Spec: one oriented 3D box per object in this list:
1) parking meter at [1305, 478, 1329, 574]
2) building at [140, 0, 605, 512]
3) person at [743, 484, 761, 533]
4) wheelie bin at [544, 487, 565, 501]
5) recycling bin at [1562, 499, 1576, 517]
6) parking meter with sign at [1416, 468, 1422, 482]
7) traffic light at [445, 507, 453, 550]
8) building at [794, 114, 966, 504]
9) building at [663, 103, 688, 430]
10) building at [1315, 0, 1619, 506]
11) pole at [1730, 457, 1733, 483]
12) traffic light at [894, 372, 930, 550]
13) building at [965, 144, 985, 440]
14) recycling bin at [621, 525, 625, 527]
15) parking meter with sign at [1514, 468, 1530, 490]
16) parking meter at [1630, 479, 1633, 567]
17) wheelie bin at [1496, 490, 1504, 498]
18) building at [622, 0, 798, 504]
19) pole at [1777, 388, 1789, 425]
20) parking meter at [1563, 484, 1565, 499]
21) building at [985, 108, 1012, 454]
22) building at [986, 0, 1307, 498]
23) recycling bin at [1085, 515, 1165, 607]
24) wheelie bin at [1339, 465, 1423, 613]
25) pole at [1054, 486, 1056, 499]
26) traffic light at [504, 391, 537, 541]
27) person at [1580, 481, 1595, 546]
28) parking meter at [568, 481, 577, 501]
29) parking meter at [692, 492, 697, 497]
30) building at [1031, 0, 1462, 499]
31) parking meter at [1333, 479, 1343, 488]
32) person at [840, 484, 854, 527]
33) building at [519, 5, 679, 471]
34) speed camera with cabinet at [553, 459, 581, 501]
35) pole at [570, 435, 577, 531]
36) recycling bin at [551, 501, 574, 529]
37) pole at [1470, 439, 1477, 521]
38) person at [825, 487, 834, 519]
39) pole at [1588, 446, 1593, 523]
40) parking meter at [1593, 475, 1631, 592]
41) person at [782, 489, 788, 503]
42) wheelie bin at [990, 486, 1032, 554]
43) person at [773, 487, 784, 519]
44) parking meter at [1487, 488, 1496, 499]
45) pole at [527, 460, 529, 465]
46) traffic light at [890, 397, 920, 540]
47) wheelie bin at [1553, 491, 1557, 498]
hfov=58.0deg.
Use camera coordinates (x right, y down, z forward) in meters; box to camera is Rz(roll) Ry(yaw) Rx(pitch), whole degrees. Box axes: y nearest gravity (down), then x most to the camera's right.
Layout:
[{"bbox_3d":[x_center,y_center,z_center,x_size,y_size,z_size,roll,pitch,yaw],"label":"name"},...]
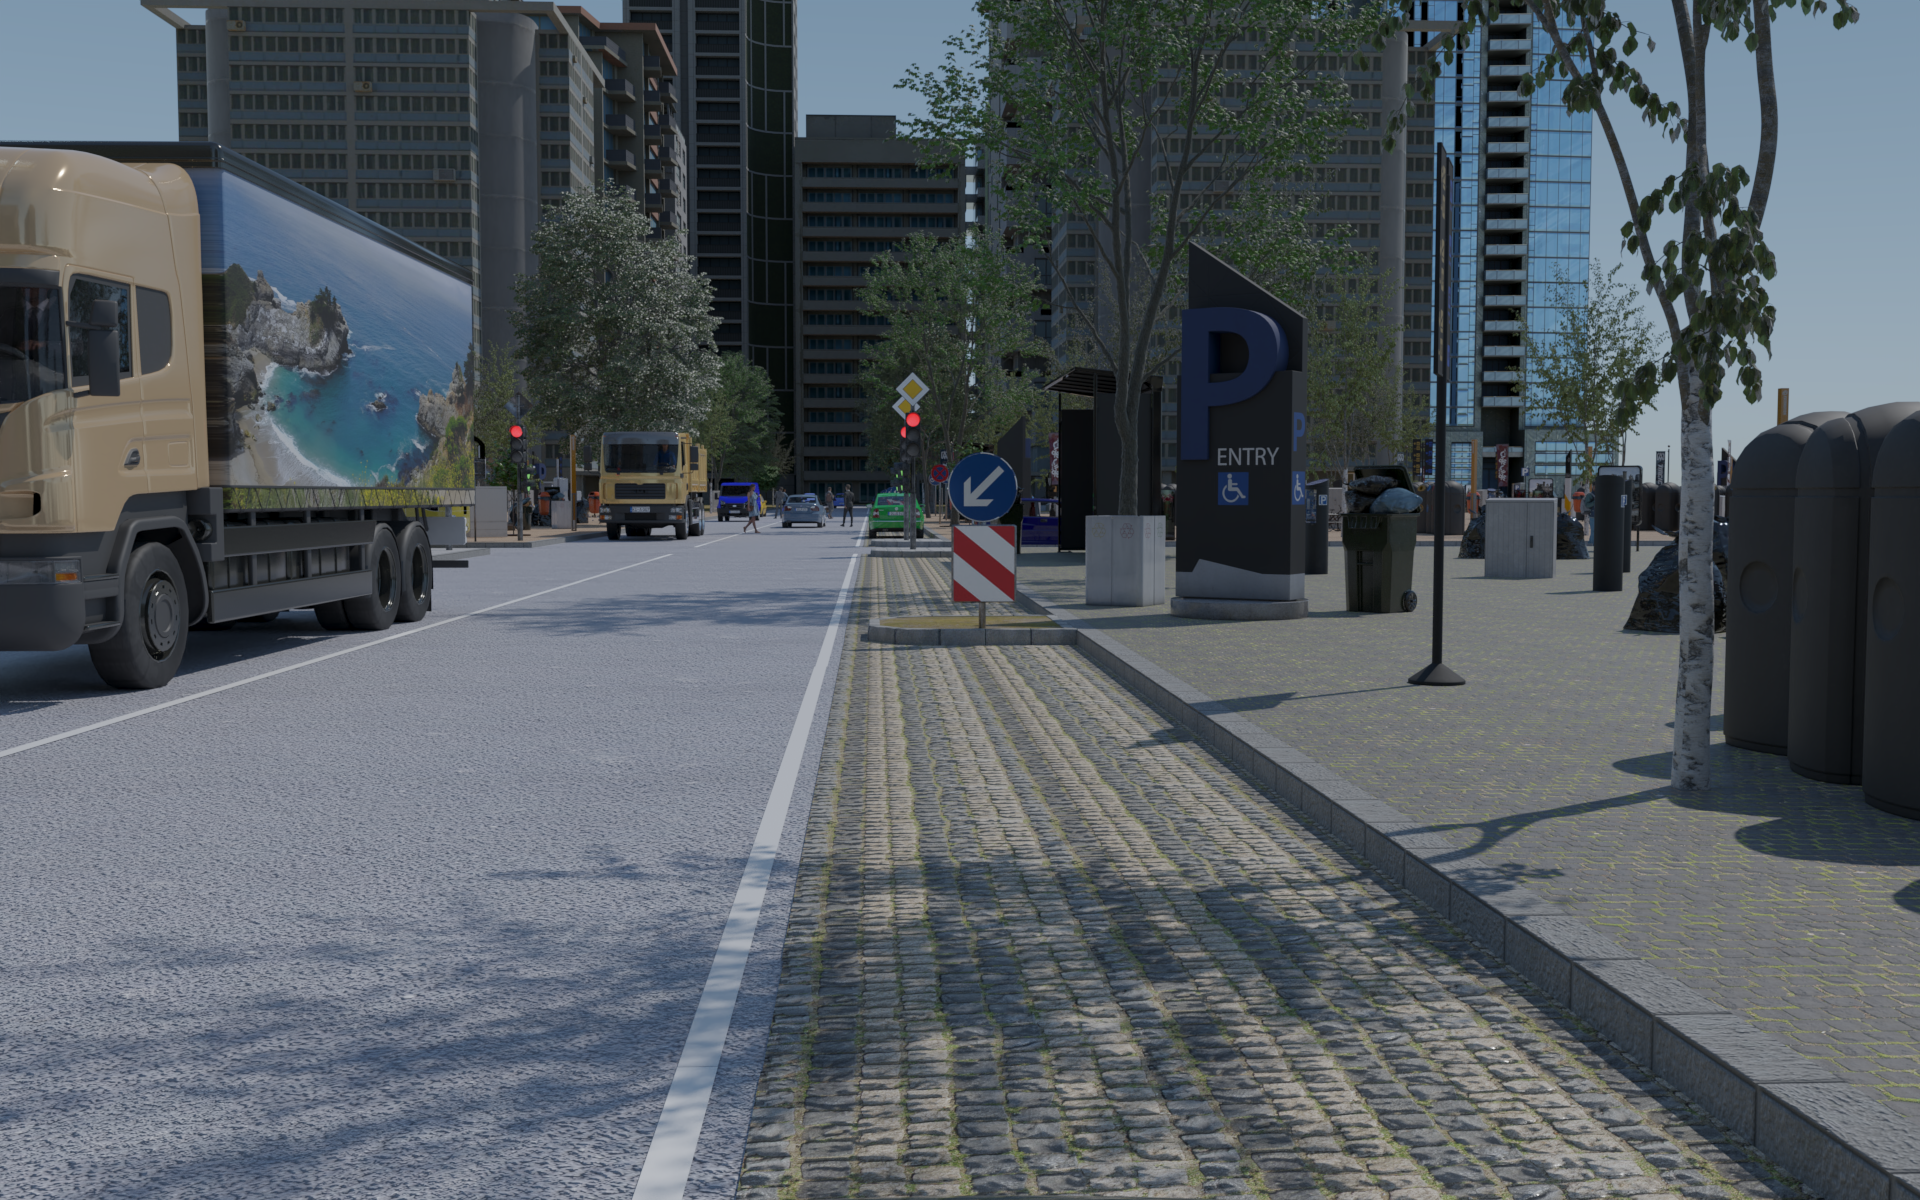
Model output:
[{"bbox_3d":[5.717,-1.183,27.758,0.372,1.533,0.369,0,3,0],"label":"parking meter"},{"bbox_3d":[-41.294,-26.969,132.816,32.217,40.220,23.993,0,4,-3],"label":"building"},{"bbox_3d":[-7.622,-3.340,63.205,0.778,1.811,0.616,2,4,27],"label":"person"},{"bbox_3d":[-17.020,-3.946,72.419,0.980,1.594,0.693,0,4,-7],"label":"wheelie bin"},{"bbox_3d":[32.143,-4.822,91.391,0.722,1.027,0.722,3,5,44],"label":"recycling bin"},{"bbox_3d":[29.776,-7.229,114.463,0.543,3.016,1.738,-2,4,-26],"label":"parking meter with sign"},{"bbox_3d":[-11.654,-3.091,39.456,0.839,4.253,0.868,0,4,-3],"label":"traffic light"},{"bbox_3d":[-10.345,-36.765,224.808,21.600,48.544,21.300,0,4,-3],"label":"building"},{"bbox_3d":[-36.078,-30.523,182.637,14.086,41.232,14.154,0,4,-3],"label":"building"},{"bbox_3d":[51.785,-53.136,181.443,31.000,86.520,22.319,0,4,-3],"label":"building"},{"bbox_3d":[42.250,-6.190,95.046,0.158,3.312,0.155,0,3,0],"label":"pole"},{"bbox_3d":[-1.107,-3.124,39.997,0.839,4.253,0.868,0,4,-3],"label":"traffic light"},{"bbox_3d":[15.627,-37.156,227.104,30.456,49.044,23.786,0,4,-3],"label":"building"},{"bbox_3d":[-13.476,-3.401,68.167,0.722,1.027,0.722,1,4,9],"label":"recycling bin"},{"bbox_3d":[36.919,-7.223,114.355,0.543,3.016,1.738,3,5,45],"label":"parking meter with sign"},{"bbox_3d":[10.798,-1.220,28.363,0.372,1.533,0.369,0,3,0],"label":"parking meter"},{"bbox_3d":[37.326,-6.867,120.178,0.693,1.594,0.980,3,5,40],"label":"wheelie bin"},{"bbox_3d":[-31.346,-47.906,221.519,20.611,71.187,20.563,0,4,-3],"label":"building"},{"bbox_3d":[15.838,-2.420,33.408,0.158,3.312,0.155,0,3,0],"label":"pole"},{"bbox_3d":[42.204,-7.022,120.527,0.255,1.863,0.399,3,4,36],"label":"parking meter"},{"bbox_3d":[9.551,-30.583,183.628,14.154,41.232,14.086,0,4,-3],"label":"building"},{"bbox_3d":[16.910,-35.084,162.866,28.713,52.752,27.495,0,4,-3],"label":"building"},{"bbox_3d":[1.920,-0.460,20.081,0.722,1.027,0.722,2,4,30],"label":"recycling bin"},{"bbox_3d":[4.582,-0.670,18.855,0.693,1.594,0.980,-3,5,-44],"label":"wheelie bin"},{"bbox_3d":[4.342,-5.266,79.940,0.158,3.312,0.155,0,3,0],"label":"pole"},{"bbox_3d":[-12.053,-3.579,47.431,0.839,4.253,0.868,0,4,-3],"label":"traffic light"},{"bbox_3d":[16.486,-2.210,44.975,0.721,1.781,0.623,3,5,42],"label":"person"},{"bbox_3d":[-17.385,-4.402,77.687,0.399,1.863,0.255,0,4,-7],"label":"parking meter"},{"bbox_3d":[-16.275,-5.970,106.025,0.372,1.533,0.369,0,3,0],"label":"parking meter"},{"bbox_3d":[20.126,-27.258,137.557,32.217,40.220,23.993,0,4,-3],"label":"building"},{"bbox_3d":[15.126,-3.891,69.328,0.255,1.863,0.399,-2,4,-34],"label":"parking meter"},{"bbox_3d":[-4.942,-4.129,75.778,0.659,1.850,0.755,-3,4,-38],"label":"person"},{"bbox_3d":[-37.795,-30.865,159.265,22.147,44.769,28.867,0,4,-3],"label":"building"},{"bbox_3d":[-22.072,-6.301,97.362,0.660,3.252,2.038,-3,5,-44],"label":"speed camera with cabinet"},{"bbox_3d":[-13.368,-4.038,59.870,0.158,3.312,0.155,0,3,0],"label":"pole"},{"bbox_3d":[-14.558,-3.125,63.645,0.722,1.027,0.722,-2,4,-31],"label":"recycling bin"},{"bbox_3d":[19.213,-4.338,64.768,0.158,3.312,0.155,0,3,0],"label":"pole"},{"bbox_3d":[-7.495,-5.563,99.422,0.622,1.834,0.822,2,4,28],"label":"person"},{"bbox_3d":[26.854,-4.896,73.887,0.158,3.312,0.155,0,3,0],"label":"pole"},{"bbox_3d":[8.590,-0.888,22.931,0.372,1.533,0.369,0,3,0],"label":"parking meter"},{"bbox_3d":[-12.988,-7.310,128.007,1.348,1.826,0.705,3,4,37],"label":"person"},{"bbox_3d":[0.997,-1.795,37.251,0.693,1.594,0.980,-1,4,-18],"label":"wheelie bin"},{"bbox_3d":[-10.576,-5.676,101.113,0.655,1.846,0.447,-1,4,-11],"label":"person"},{"bbox_3d":[23.888,-4.248,77.862,0.372,1.533,0.369,0,3,0],"label":"parking meter"},{"bbox_3d":[-25.862,-6.711,103.574,0.158,3.312,0.155,0,3,0],"label":"pole"},{"bbox_3d":[-1.506,-3.612,47.972,0.839,4.253,0.868,0,4,-3],"label":"traffic light"},{"bbox_3d":[38.998,-6.512,114.386,0.693,1.594,0.980,3,4,37],"label":"wheelie bin"}]
